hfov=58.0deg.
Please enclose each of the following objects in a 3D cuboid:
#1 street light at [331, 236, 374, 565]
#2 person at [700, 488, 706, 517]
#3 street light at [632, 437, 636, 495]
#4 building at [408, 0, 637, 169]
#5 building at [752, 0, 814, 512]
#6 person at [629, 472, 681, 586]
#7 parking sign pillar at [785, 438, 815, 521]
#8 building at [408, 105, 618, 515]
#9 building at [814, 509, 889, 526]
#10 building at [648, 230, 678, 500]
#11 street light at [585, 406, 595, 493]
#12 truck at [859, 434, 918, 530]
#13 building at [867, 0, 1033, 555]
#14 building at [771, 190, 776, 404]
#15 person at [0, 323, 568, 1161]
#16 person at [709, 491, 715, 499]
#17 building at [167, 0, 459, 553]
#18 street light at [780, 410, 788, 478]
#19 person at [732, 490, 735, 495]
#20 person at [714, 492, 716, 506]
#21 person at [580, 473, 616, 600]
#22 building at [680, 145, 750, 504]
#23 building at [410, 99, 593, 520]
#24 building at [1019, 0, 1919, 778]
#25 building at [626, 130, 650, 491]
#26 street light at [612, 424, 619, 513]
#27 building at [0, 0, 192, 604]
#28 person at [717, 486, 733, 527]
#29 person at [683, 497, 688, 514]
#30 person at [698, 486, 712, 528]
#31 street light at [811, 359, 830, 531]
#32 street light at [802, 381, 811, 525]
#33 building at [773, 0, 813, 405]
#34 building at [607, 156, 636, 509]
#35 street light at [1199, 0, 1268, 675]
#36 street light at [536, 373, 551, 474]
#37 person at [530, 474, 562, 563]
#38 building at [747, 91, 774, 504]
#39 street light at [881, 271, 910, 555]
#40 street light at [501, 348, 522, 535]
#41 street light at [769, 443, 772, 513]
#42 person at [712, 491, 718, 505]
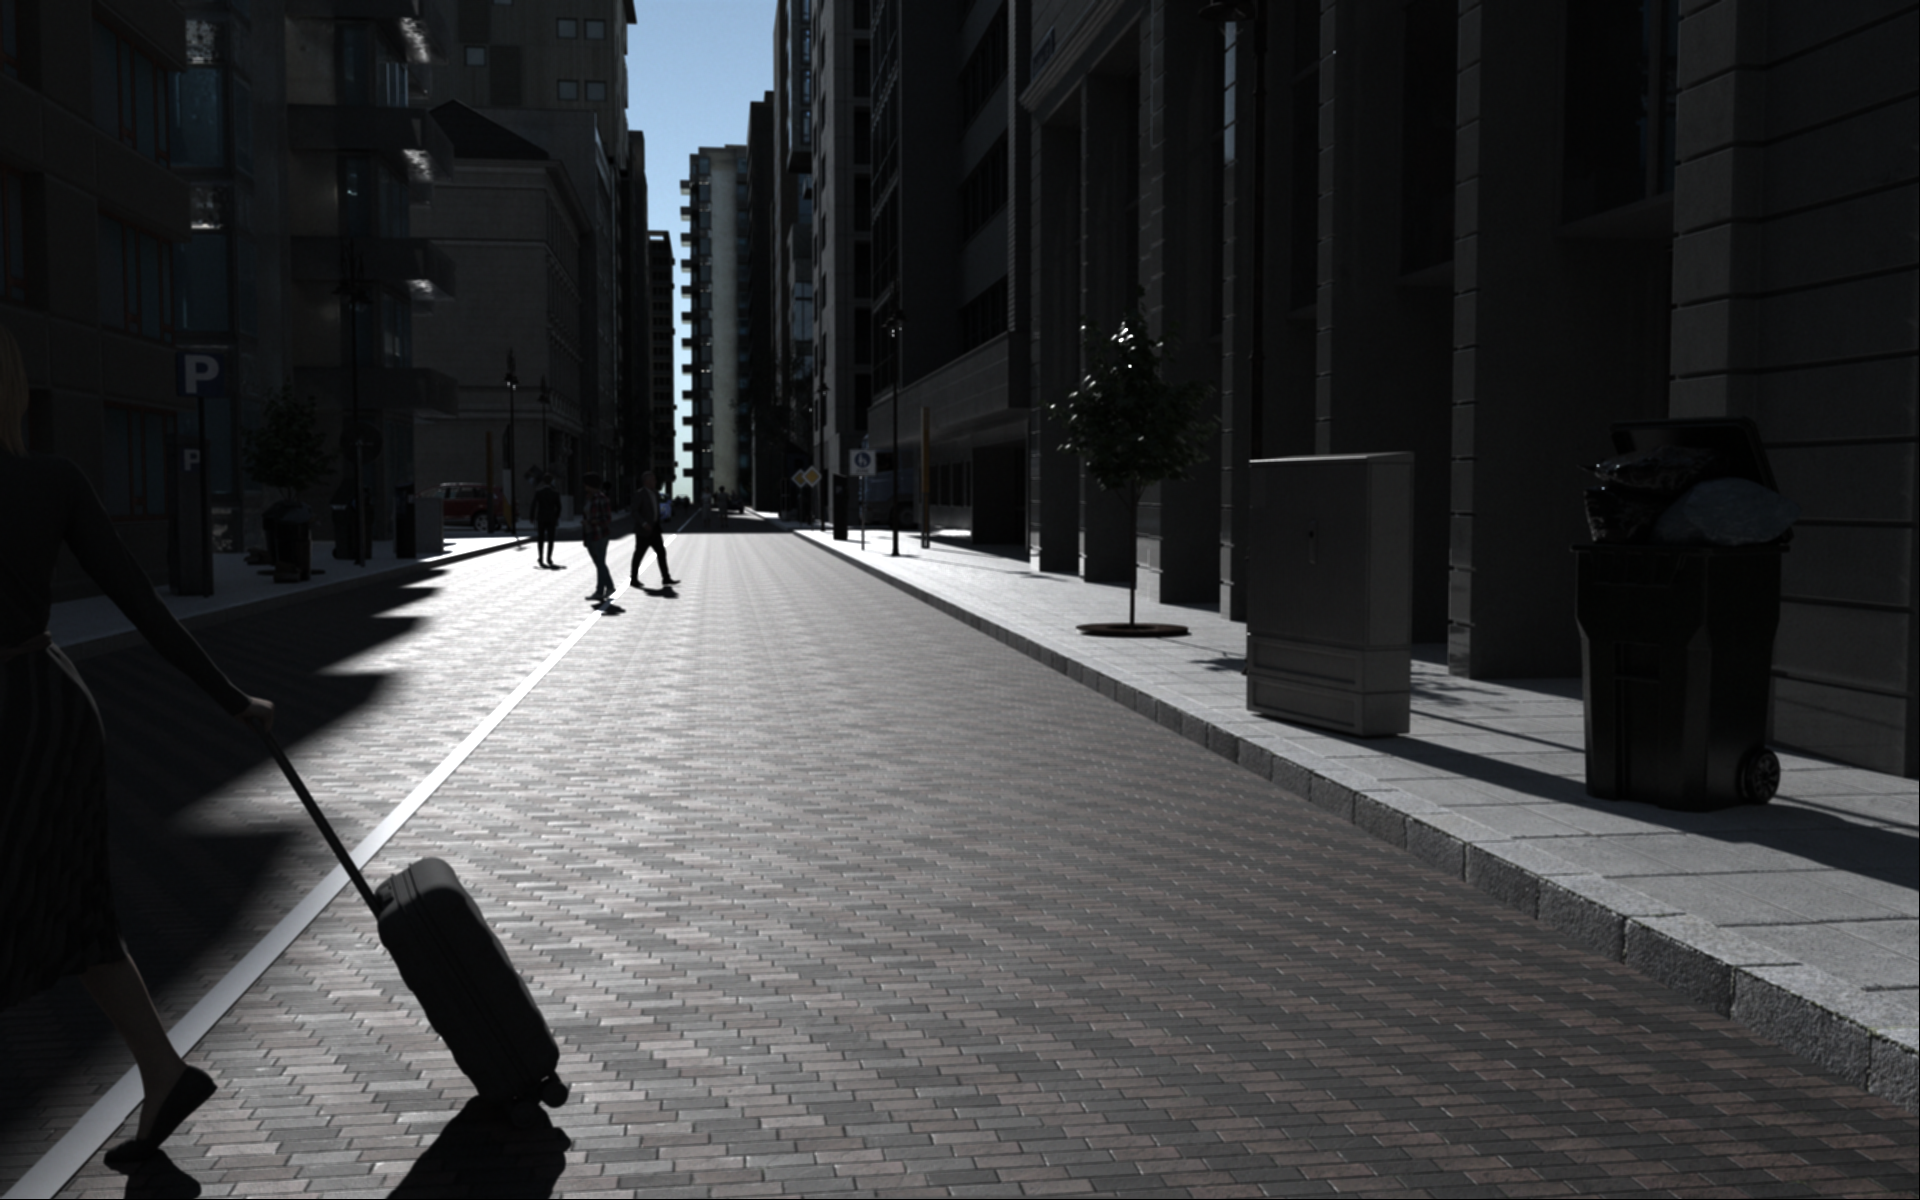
[{"bbox_3d":[-10.928,-3.578,31.295,0.468,5.910,1.993,0,4,-8],"label":"street light"},{"bbox_3d":[-15.903,-6.087,107.866,0.795,1.843,0.661,1,4,21],"label":"person"},{"bbox_3d":[-26.098,-10.125,138.333,0.468,5.910,1.993,0,4,-8],"label":"street light"},{"bbox_3d":[-45.916,-35.311,166.578,28.713,52.752,27.495,0,4,-8],"label":"building"},{"bbox_3d":[-3.106,-49.364,119.776,22.319,86.520,31.000,0,4,-8],"label":"building"},{"bbox_3d":[-4.785,-1.106,26.975,0.834,1.777,0.661,1,4,21],"label":"person"},{"bbox_3d":[-7.745,-5.815,83.543,1.447,3.967,1.447,-1,4,-15],"label":"parking sign pillar"},{"bbox_3d":[-29.729,-18.231,116.099,12.078,24.808,19.932,0,4,-8],"label":"building"},{"bbox_3d":[3.961,-39.166,78.611,20.611,71.187,20.563,0,4,-8],"label":"building"},{"bbox_3d":[-51.254,-33.394,237.877,23.993,40.220,32.217,0,4,-8],"label":"building"},{"bbox_3d":[-19.354,-7.212,90.709,0.468,5.910,1.993,0,4,-8],"label":"street light"},{"bbox_3d":[4.876,-4.671,66.131,18.799,4.110,2.967,-1,4,-9],"label":"truck"},{"bbox_3d":[5.913,-13.802,44.735,14.314,24.678,30.058,0,4,-8],"label":"building"},{"bbox_3d":[-11.287,-24.234,167.929,14.160,30.474,14.107,0,4,-8],"label":"building"},{"bbox_3d":[-1.614,0.309,3.671,1.509,1.804,0.699,-1,4,-21],"label":"person"},{"bbox_3d":[-23.478,-9.346,162.130,1.217,1.723,0.721,-1,4,-19],"label":"person"},{"bbox_3d":[-29.509,-25.958,44.026,30.456,49.044,23.786,0,4,-8],"label":"building"},{"bbox_3d":[-9.615,-7.471,94.933,0.468,5.910,1.993,0,4,-8],"label":"street light"},{"bbox_3d":[-19.519,-8.516,148.178,0.568,1.767,0.683,0,4,7],"label":"person"},{"bbox_3d":[-29.775,-12.294,210.973,0.593,1.643,0.415,3,4,36],"label":"person"},{"bbox_3d":[-4.904,-0.869,23.547,0.643,1.720,0.563,-3,4,-37],"label":"person"},{"bbox_3d":[-22.776,-37.828,238.097,30.456,49.044,23.786,0,4,-8],"label":"building"},{"bbox_3d":[-25.027,-14.405,86.434,10.553,20.767,40.483,0,4,-8],"label":"building"},{"bbox_3d":[8.584,-14.513,14.785,11.434,29.767,29.804,0,4,-8],"label":"building"},{"bbox_3d":[-41.521,-30.882,188.507,14.154,41.232,14.086,0,4,-8],"label":"building"},{"bbox_3d":[-22.818,-8.696,114.965,0.468,5.910,1.993,0,4,-8],"label":"street light"},{"bbox_3d":[-23.092,-10.040,9.193,27.650,21.520,28.899,0,4,-8],"label":"building"},{"bbox_3d":[-10.160,-4.036,74.852,0.716,1.782,0.532,-1,4,-9],"label":"person"},{"bbox_3d":[-20.068,-6.930,126.476,0.373,1.253,0.362,2,4,27],"label":"person"},{"bbox_3d":[-10.718,-3.907,72.943,0.480,1.755,0.524,1,4,17],"label":"person"},{"bbox_3d":[-4.720,-5.301,59.466,0.468,5.910,1.993,0,4,-8],"label":"street light"},{"bbox_3d":[-6.192,-6.011,71.072,0.468,5.910,1.993,0,4,-8],"label":"street light"},{"bbox_3d":[-9.227,-30.788,153.498,14.600,45.320,14.200,0,4,-8],"label":"building"},{"bbox_3d":[-35.072,-22.940,146.763,14.160,30.474,14.107,0,4,-8],"label":"building"},{"bbox_3d":[2.089,-2.406,12.131,0.468,5.910,1.993,0,4,-8],"label":"street light"},{"bbox_3d":[-15.963,-5.734,66.543,0.468,5.910,1.993,0,4,-8],"label":"street light"},{"bbox_3d":[-8.584,-1.687,35.862,0.659,1.850,0.755,-1,4,-16],"label":"person"},{"bbox_3d":[-14.284,-35.634,206.322,21.300,48.544,21.600,0,4,-8],"label":"building"},{"bbox_3d":[-1.349,-3.873,36.110,0.468,5.910,1.993,0,4,-8],"label":"street light"},{"bbox_3d":[-14.128,-5.008,54.675,0.468,5.910,1.993,0,4,-8],"label":"street light"},{"bbox_3d":[-12.934,-8.900,118.296,0.468,5.910,1.993,0,4,-8],"label":"street light"},{"bbox_3d":[-24.849,-10.279,177.076,1.217,1.766,0.721,-1,4,-16],"label":"person"}]
